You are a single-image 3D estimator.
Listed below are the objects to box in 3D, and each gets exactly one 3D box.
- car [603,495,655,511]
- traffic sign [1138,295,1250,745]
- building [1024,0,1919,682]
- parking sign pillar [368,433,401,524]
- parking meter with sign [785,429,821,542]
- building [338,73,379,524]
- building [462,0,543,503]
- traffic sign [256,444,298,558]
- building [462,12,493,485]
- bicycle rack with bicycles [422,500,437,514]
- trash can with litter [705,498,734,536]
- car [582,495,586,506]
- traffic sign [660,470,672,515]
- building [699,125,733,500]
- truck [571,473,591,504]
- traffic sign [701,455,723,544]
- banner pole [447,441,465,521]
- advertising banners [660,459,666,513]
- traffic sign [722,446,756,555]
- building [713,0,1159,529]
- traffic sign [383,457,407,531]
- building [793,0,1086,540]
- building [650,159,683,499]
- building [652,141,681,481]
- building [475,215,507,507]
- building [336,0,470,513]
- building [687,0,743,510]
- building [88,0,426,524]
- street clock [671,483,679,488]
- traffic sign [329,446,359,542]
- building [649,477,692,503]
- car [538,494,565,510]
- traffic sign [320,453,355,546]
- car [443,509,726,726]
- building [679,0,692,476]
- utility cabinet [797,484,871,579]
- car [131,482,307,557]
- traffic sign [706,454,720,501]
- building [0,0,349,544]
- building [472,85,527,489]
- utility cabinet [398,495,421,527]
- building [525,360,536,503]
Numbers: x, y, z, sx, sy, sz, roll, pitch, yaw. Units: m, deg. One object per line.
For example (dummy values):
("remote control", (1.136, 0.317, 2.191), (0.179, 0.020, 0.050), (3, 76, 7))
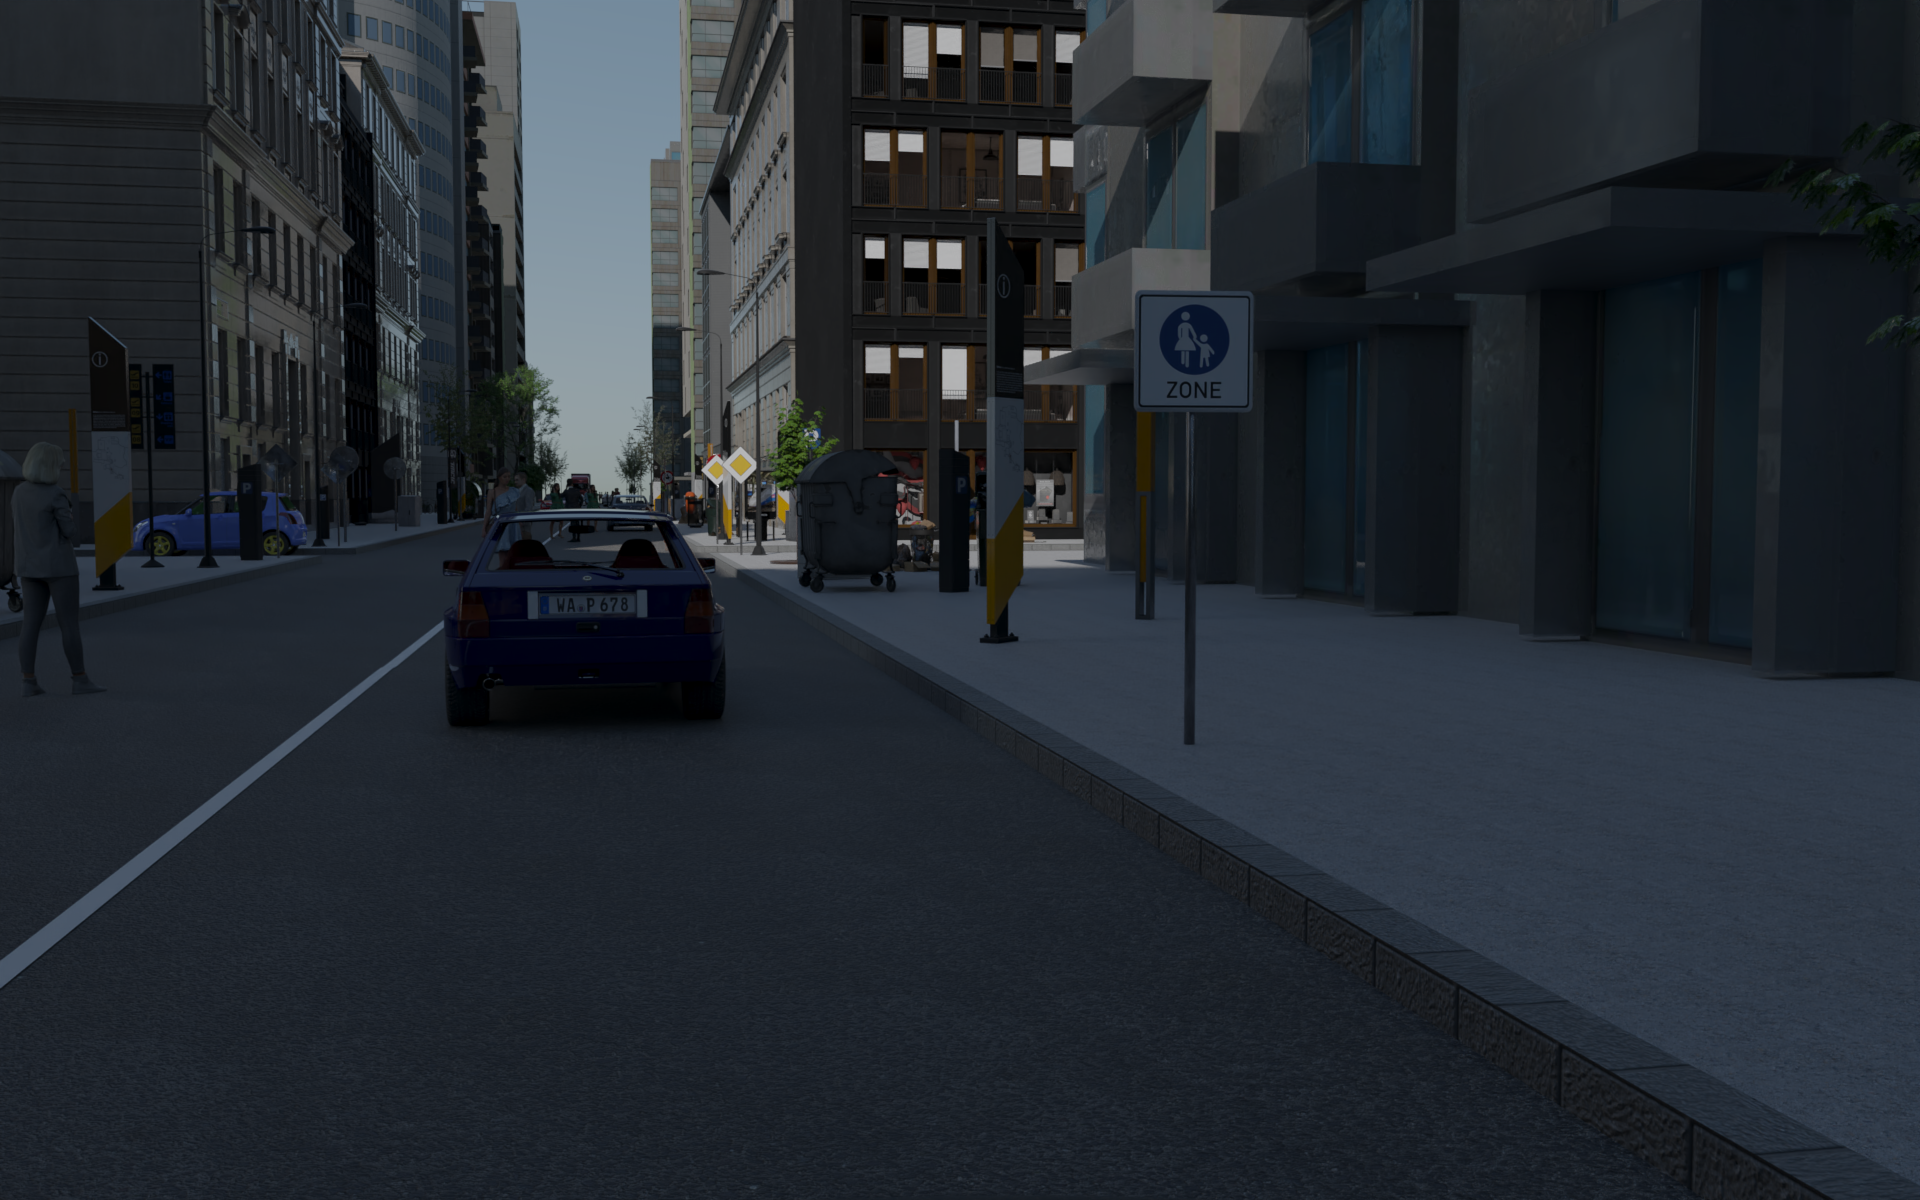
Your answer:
("car", (-12.984, -3.423, 67.976), (2.014, 1.417, 4.499), (-1, 4, -12))
("traffic sign", (1.175, -0.409, 8.809), (0.606, 2.300, 0.079), (0, 4, -6))
("building", (14.217, -24.520, 20.505), (23.786, 49.044, 30.456), (-1, 4, -12))
("parking sign pillar", (-25.151, -5.331, 75.633), (1.447, 3.967, 1.447), (-3, 4, -38))
("parking meter with sign", (-4.305, -3.087, 46.738), (0.543, 3.016, 1.738), (-2, 4, -24))
("building", (-32.630, -14.977, 74.552), (12.332, 23.373, 15.834), (-1, 4, -12))
("building", (-72.892, -50.027, 256.188), (20.563, 71.187, 20.611), (-1, 4, -12))
("traffic sign", (-13.614, -1.890, 34.544), (0.795, 2.450, 0.064), (-1, 4, -12))
("building", (-53.762, -30.551, 154.132), (22.147, 44.769, 28.867), (-1, 4, -12))
("bicycle rack with bicycles", (-34.713, -6.075, 112.716), (2.852, 0.926, 2.925), (-2, 4, -34))
("trash can with litter", (-7.246, -2.518, 52.551), (0.624, 1.170, 1.055), (-3, 5, -44))
("car", (-46.000, -11.988, 208.362), (2.083, 1.381, 4.827), (-1, 4, -12))
("traffic sign", (-15.782, -5.709, 93.441), (0.768, 2.556, 0.104), (0, 4, -7))
("building", (-7.728, -17.456, 104.474), (14.314, 24.678, 30.058), (-1, 4, -12))
("truck", (-51.867, -15.171, 236.963), (2.839, 4.237, 11.283), (-1, 4, -11))
("traffic sign", (-6.199, -2.479, 44.182), (0.795, 2.450, 0.064), (-1, 4, -12))
("banner pole", (-23.961, -5.644, 82.296), (0.863, 3.779, 0.401), (-3, 5, -39))
("advertising banners", (-14.532, -5.426, 84.909), (0.090, 3.025, 2.074), (0, 4, -3))
("traffic sign", (-4.601, -2.001, 36.358), (0.795, 2.450, 0.064), (-1, 4, -12))
("building", (-1.631, -14.793, 75.148), (16.112, 22.955, 30.059), (-1, 4, -12))
("traffic sign", (-19.508, -3.653, 59.835), (0.768, 2.556, 0.104), (-1, 4, -11))
("building", (3.339, -13.744, 54.391), (15.834, 23.373, 12.332), (-1, 4, -12))
("building", (-31.229, -32.507, 215.085), (14.154, 41.232, 14.086), (-1, 4, -12))
("building", (-30.389, -37.804, 237.704), (23.786, 49.044, 30.456), (-1, 4, -12))
("building", (-53.945, -24.753, 176.420), (14.160, 30.474, 14.107), (-1, 4, -12))
("building", (-47.970, -35.704, 125.758), (21.231, 58.520, 28.212), (-1, 4, -12))
("building", (-13.773, -27.486, 132.982), (14.154, 41.232, 14.086), (-1, 4, -12))
("building", (-36.719, -18.178, 94.472), (12.463, 27.353, 25.104), (-1, 4, -12))
("street clock", (-18.172, -6.478, 110.485), (0.471, 2.002, 0.358), (-2, 4, -31))
("traffic sign", (-16.354, -2.808, 46.015), (0.768, 2.556, 0.104), (0, 4, -4))
("building", (-31.346, -35.086, 265.535), (32.217, 40.220, 23.993), (-1, 4, -12))
("car", (-26.033, -6.276, 111.648), (2.155, 1.783, 4.494), (-1, 4, -10))
("traffic sign", (-15.212, -2.369, 42.368), (0.795, 2.450, 0.064), (-1, 4, -12))
("car", (-2.649, 0.025, 12.173), (1.945, 1.354, 3.894), (-1, 4, -13))
("building", (-10.773, -34.582, 154.646), (28.713, 52.752, 27.495), (-1, 4, -12))
("utility cabinet", (-1.862, -1.064, 26.072), (1.173, 1.500, 0.318), (-2, 4, -35))
("car", (-16.794, -1.816, 39.277), (3.694, 1.707, 1.945), (-1, 4, -13))
("traffic sign", (-7.670, -3.356, 54.973), (0.768, 2.556, 0.104), (0, 4, -5))
("building", (-27.246, -15.744, 54.676), (12.463, 27.353, 25.104), (-1, 4, -12))
("building", (-63.728, -35.725, 207.807), (21.300, 48.544, 21.600), (-1, 4, -12))
("utility cabinet", (-21.830, -3.514, 68.620), (1.020, 1.237, 0.306), (2, 4, 33))
("building", (-71.902, -23.709, 232.688), (27.650, 21.520, 28.899), (-1, 4, -12))
